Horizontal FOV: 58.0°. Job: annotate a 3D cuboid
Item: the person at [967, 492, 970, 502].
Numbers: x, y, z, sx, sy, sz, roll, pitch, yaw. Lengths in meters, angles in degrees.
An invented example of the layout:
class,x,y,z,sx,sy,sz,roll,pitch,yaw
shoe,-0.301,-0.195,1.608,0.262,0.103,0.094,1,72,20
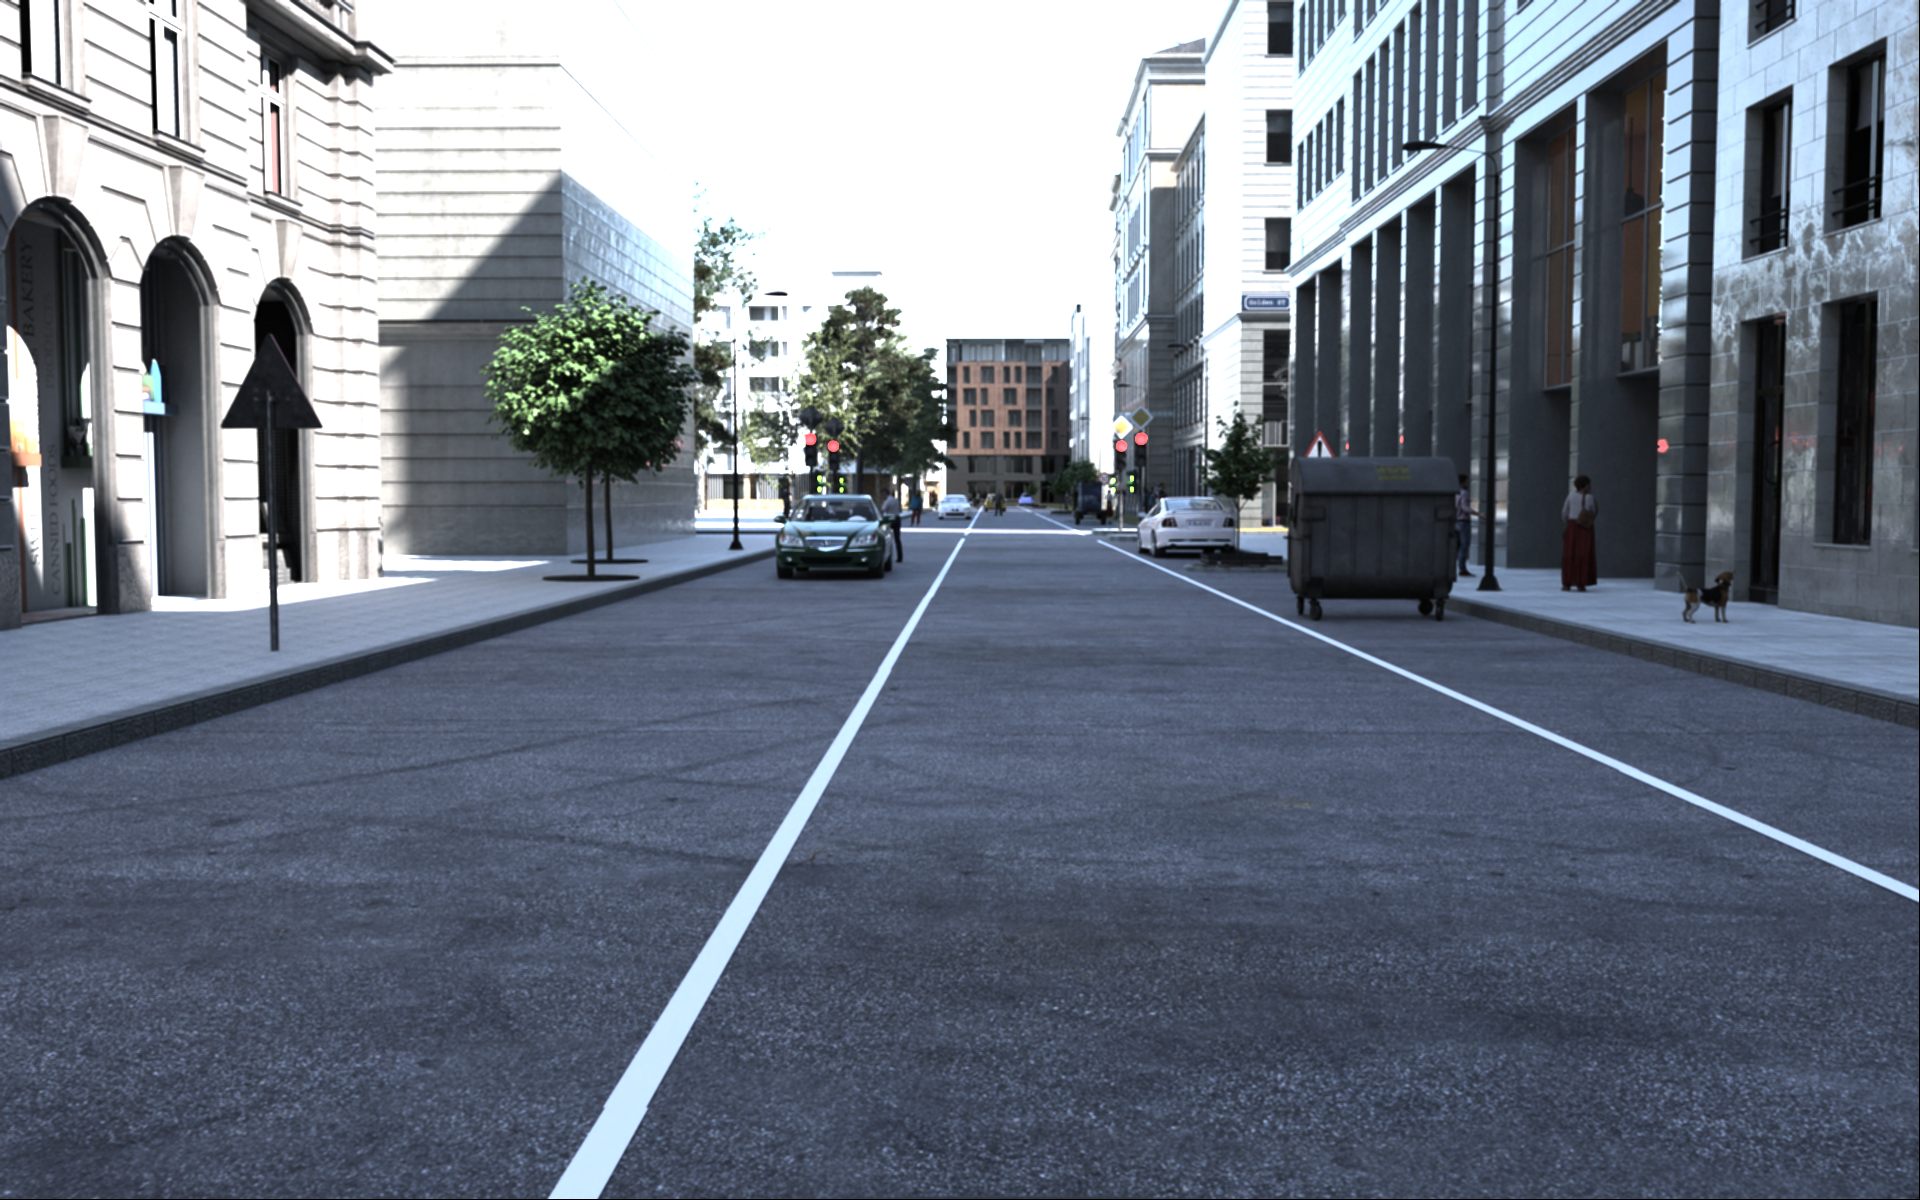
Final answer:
class,x,y,z,sx,sy,sz,roll,pitch,yaw
person,1.255,-11.581,198.640,1.217,1.735,0.721,-3,5,-42

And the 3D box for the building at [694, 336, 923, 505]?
class,x,y,z,sx,sy,sz,roll,pitch,yaw
building,-20.378,-20.567,202.722,31.486,18.905,16.747,0,4,1

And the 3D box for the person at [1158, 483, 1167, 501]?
class,x,y,z,sx,sy,sz,roll,pitch,yaw
person,8.072,-3.797,68.942,0.431,1.722,0.655,1,4,14

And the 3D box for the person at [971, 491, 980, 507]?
class,x,y,z,sx,sy,sz,roll,pitch,yaw
person,1.714,-11.210,191.802,1.348,1.822,0.705,3,5,44

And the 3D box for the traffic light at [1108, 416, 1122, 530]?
class,x,y,z,sx,sy,sz,roll,pitch,yaw
traffic light,5.698,-4.425,61.590,0.839,4.213,0.868,0,4,1

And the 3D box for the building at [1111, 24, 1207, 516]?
class,x,y,z,sx,sy,sz,roll,pitch,yaw
building,16.447,-19.362,102.465,13.634,28.700,20.117,0,4,1

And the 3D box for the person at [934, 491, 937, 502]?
class,x,y,z,sx,sy,sz,roll,pitch,yaw
person,-2.915,-11.752,198.914,0.721,1.736,1.217,-2,4,-25

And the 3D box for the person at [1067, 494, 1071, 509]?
class,x,y,z,sx,sy,sz,roll,pitch,yaw
person,9.143,-8.580,147.141,0.721,1.723,1.217,-1,4,-19

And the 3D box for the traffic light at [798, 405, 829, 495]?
class,x,y,z,sx,sy,sz,roll,pitch,yaw
traffic light,-4.600,-3.946,53.765,0.839,4.213,0.868,0,4,1

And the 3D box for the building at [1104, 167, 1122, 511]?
class,x,y,z,sx,sy,sz,roll,pitch,yaw
building,17.957,-20.603,124.243,14.401,28.519,23.554,0,4,1

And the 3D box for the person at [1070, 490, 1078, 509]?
class,x,y,z,sx,sy,sz,roll,pitch,yaw
person,9.991,-8.900,151.194,0.705,1.869,1.348,2,4,34

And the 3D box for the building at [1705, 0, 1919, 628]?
class,x,y,z,sx,sy,sz,roll,pitch,yaw
building,14.264,-9.638,12.341,10.420,20.320,16.860,0,4,1

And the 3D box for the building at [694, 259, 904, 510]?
class,x,y,z,sx,sy,sz,roll,pitch,yaw
building,-13.169,-17.577,143.802,16.016,20.091,11.380,0,4,1

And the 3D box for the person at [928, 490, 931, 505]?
class,x,y,z,sx,sy,sz,roll,pitch,yaw
person,-3.646,-12.489,210.253,1.348,1.822,0.705,1,4,12

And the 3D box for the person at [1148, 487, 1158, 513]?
class,x,y,z,sx,sy,sz,roll,pitch,yaw
person,8.680,-4.331,78.724,0.662,1.594,0.647,-2,4,-31

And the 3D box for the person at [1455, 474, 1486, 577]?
class,x,y,z,sx,sy,sz,roll,pitch,yaw
person,7.781,-1.151,26.824,0.435,1.587,0.963,-1,4,-18

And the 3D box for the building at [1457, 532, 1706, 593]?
class,x,y,z,sx,sy,sz,roll,pitch,yaw
building,14.931,-15.815,36.074,11.434,29.767,29.804,0,4,1

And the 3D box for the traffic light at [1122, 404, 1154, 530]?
class,x,y,z,sx,sy,sz,roll,pitch,yaw
traffic light,5.560,-3.936,53.606,0.839,4.213,0.868,0,4,1

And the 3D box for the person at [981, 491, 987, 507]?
class,x,y,z,sx,sy,sz,roll,pitch,yaw
person,2.692,-11.018,188.781,0.705,1.807,1.348,2,4,34

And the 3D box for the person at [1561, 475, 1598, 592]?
class,x,y,z,sx,sy,sz,roll,pitch,yaw
person,8.144,-0.874,22.804,0.387,1.526,0.523,-3,4,-37

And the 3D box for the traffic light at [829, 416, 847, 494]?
class,x,y,z,sx,sy,sz,roll,pitch,yaw
traffic light,-4.462,-4.435,61.749,0.839,4.213,0.868,0,4,1

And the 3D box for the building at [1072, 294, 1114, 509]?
class,x,y,z,sx,sy,sz,roll,pitch,yaw
building,19.646,-18.063,161.780,16.747,18.905,31.486,0,4,1

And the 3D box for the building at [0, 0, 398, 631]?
class,x,y,z,sx,sy,sz,roll,pitch,yaw
building,-14.849,-10.551,14.317,13.314,21.916,24.055,0,4,1

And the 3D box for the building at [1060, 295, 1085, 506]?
class,x,y,z,sx,sy,sz,roll,pitch,yaw
building,26.131,-21.399,193.851,27.936,21.610,32.646,0,4,1

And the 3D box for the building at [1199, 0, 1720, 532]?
class,x,y,z,sx,sy,sz,roll,pitch,yaw
building,25.104,-17.781,68.210,29.804,29.767,11.434,0,4,1

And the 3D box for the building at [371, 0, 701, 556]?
class,x,y,z,sx,sy,sz,roll,pitch,yaw
building,-29.455,-16.324,43.320,44.131,29.872,17.030,0,4,1

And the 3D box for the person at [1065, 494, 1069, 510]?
class,x,y,z,sx,sy,sz,roll,pitch,yaw
person,8.858,-8.405,143.542,0.705,1.814,1.350,0,4,-1

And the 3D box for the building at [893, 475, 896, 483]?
class,x,y,z,sx,sy,sz,roll,pitch,yaw
building,-10.486,-13.555,163.766,9.099,9.664,28.070,0,4,1

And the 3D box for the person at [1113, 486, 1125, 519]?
class,x,y,z,sx,sy,sz,roll,pitch,yaw
person,8.222,-5.092,89.744,0.568,1.767,0.683,3,5,40

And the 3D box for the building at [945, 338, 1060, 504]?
class,x,y,z,sx,sy,sz,roll,pitch,yaw
building,14.504,-24.014,236.603,32.646,21.610,27.936,0,4,1

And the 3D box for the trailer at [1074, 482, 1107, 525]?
class,x,y,z,sx,sy,sz,roll,pitch,yaw
trailer,6.135,-4.595,82.183,1.471,1.999,3.904,0,4,1

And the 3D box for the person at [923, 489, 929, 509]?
class,x,y,z,sx,sy,sz,roll,pitch,yaw
person,-2.983,-8.974,153.434,0.621,1.740,0.551,-1,4,-19

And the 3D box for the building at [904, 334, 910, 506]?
class,x,y,z,sx,sy,sz,roll,pitch,yaw
building,-13.330,-20.067,184.521,16.016,20.091,11.380,0,4,1

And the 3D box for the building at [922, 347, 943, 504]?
class,x,y,z,sx,sy,sz,roll,pitch,yaw
building,-8.113,-22.841,229.862,11.380,20.091,16.016,0,4,1

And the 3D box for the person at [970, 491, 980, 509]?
class,x,y,z,sx,sy,sz,roll,pitch,yaw
person,1.681,-9.805,169.602,0.721,1.735,1.217,-1,4,-13

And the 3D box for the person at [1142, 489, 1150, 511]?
class,x,y,z,sx,sy,sz,roll,pitch,yaw
person,9.619,-4.970,89.520,0.429,1.552,0.499,0,4,2

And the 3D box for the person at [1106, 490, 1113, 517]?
class,x,y,z,sx,sy,sz,roll,pitch,yaw
person,8.311,-5.368,96.281,0.387,1.526,0.523,-2,4,-30

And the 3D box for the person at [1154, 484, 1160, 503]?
class,x,y,z,sx,sy,sz,roll,pitch,yaw
person,9.382,-4.634,82.483,0.621,1.740,0.551,3,5,44

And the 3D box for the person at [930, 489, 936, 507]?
class,x,y,z,sx,sy,sz,roll,pitch,yaw
person,-2.973,-11.204,189.747,0.721,1.766,1.217,-2,4,-28

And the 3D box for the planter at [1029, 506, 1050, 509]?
class,x,y,z,sx,sy,sz,roll,pitch,yaw
planter,7.506,-8.760,164.359,1.991,0.319,1.994,0,4,1

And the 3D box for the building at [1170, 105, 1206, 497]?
class,x,y,z,sx,sy,sz,roll,pitch,yaw
building,15.901,-14.336,83.551,9.793,20.994,18.267,0,4,1
